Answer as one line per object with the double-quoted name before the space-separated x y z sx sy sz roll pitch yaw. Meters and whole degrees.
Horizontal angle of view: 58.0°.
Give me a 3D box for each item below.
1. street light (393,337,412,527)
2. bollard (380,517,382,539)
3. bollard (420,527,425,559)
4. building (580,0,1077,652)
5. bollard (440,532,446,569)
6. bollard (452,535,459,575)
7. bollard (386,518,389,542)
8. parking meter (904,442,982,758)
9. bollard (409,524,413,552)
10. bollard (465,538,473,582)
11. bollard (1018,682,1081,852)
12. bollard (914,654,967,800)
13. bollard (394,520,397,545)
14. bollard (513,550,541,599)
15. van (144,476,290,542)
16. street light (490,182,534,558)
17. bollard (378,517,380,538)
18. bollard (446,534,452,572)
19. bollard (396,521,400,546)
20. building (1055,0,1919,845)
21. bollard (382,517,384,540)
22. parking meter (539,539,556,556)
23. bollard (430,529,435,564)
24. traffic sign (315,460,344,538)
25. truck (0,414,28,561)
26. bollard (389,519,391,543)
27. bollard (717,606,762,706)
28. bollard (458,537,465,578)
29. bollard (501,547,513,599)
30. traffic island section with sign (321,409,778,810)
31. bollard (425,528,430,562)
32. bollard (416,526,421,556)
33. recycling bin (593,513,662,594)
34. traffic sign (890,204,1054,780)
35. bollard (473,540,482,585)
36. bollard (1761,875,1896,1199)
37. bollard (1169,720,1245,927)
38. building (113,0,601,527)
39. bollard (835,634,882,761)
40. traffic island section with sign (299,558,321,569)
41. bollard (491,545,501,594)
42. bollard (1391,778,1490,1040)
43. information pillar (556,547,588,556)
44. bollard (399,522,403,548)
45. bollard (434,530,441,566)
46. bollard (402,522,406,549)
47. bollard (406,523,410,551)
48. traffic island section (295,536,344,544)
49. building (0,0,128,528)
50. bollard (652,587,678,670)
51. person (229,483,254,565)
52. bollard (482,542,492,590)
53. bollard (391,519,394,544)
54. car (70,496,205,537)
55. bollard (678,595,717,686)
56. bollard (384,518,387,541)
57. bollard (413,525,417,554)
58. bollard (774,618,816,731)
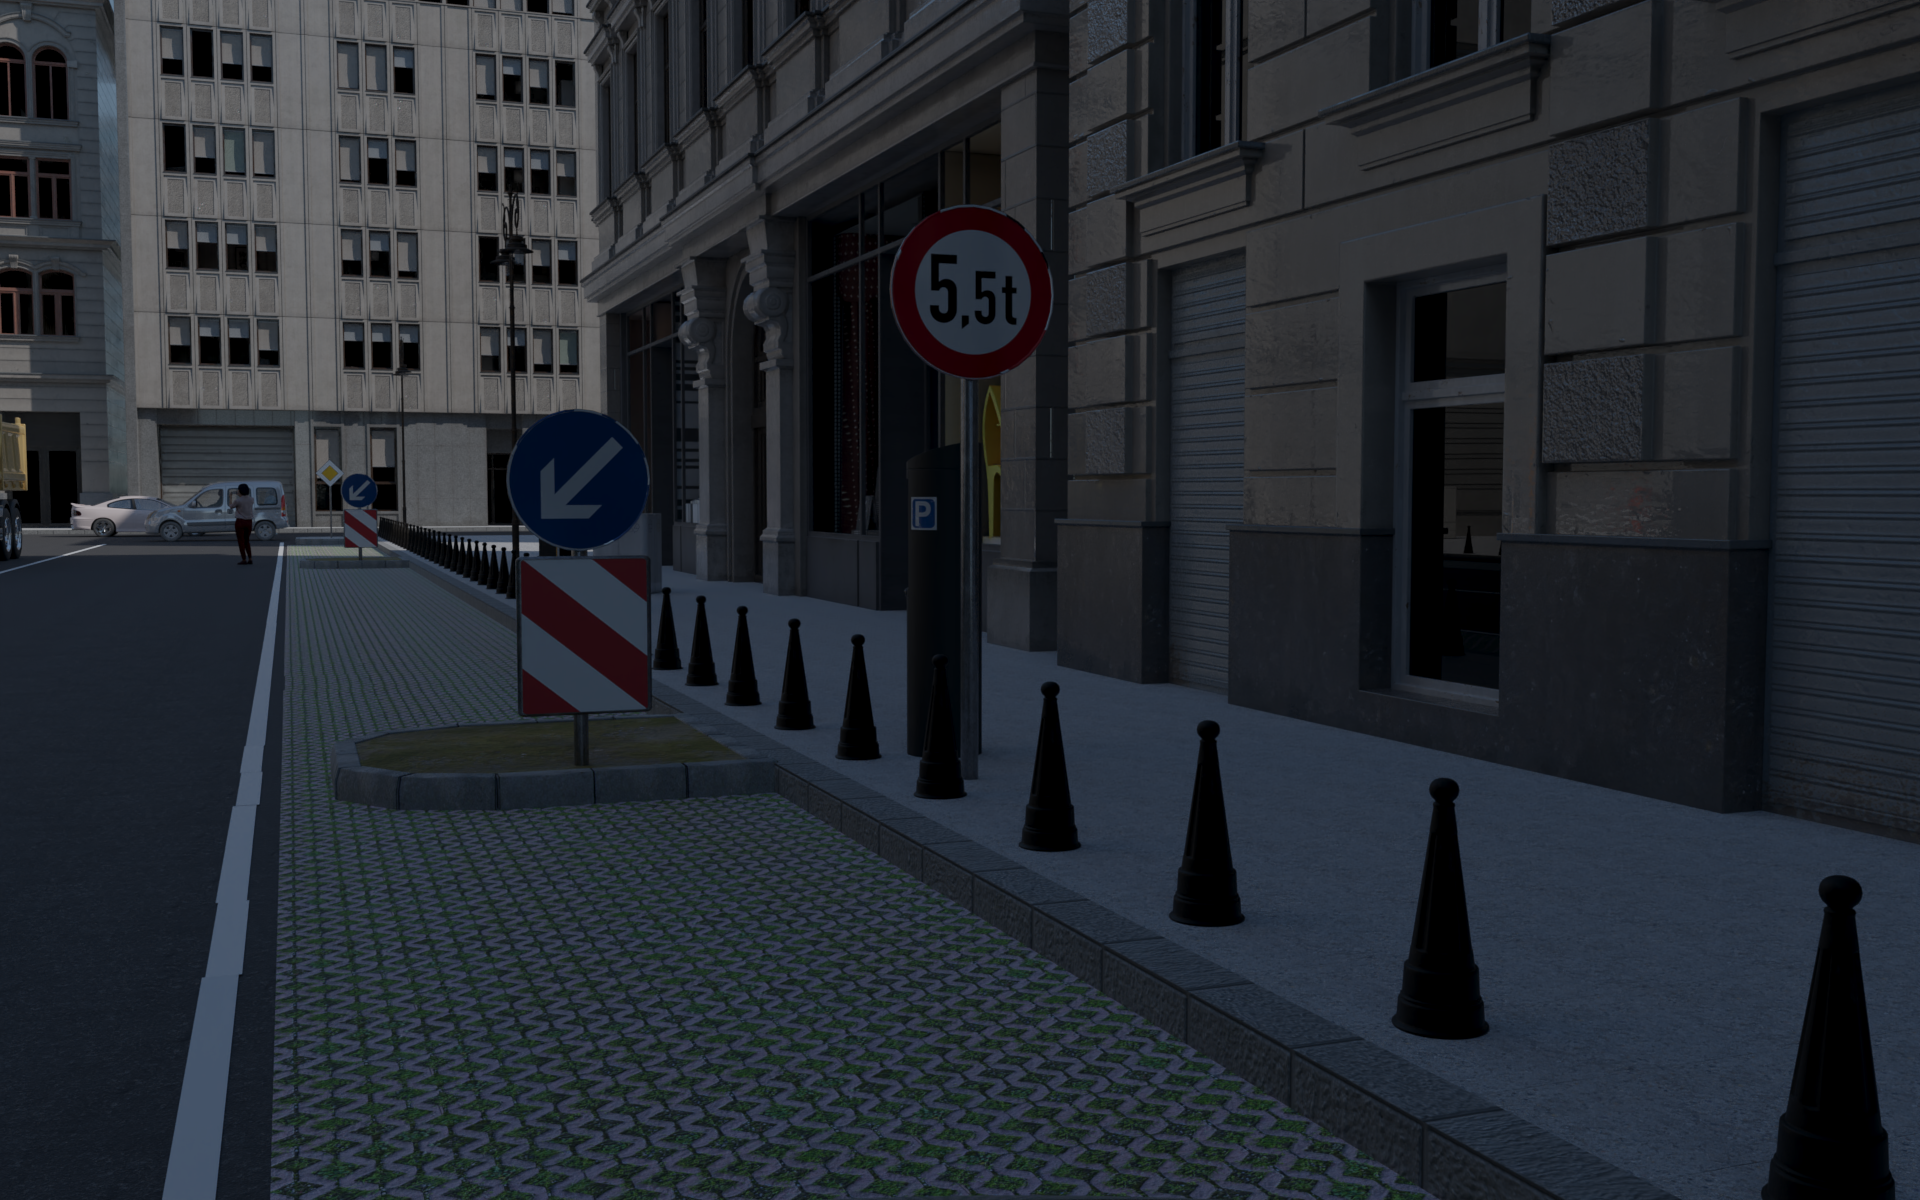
"street light" -16.380 -4.780 50.938 0.468 5.910 1.993 -1 4 -21
"bollard" -16.202 -2.013 48.958 0.229 0.601 0.229 0 3 0
"bollard" -10.419 -1.100 34.027 0.229 0.601 0.229 0 3 0
"building" -2.463 -11.168 33.505 10.553 20.767 40.483 -1 4 -21
"bollard" -8.765 -0.839 29.759 0.229 0.601 0.229 0 3 0
"bollard" -7.930 -0.708 27.610 0.229 0.601 0.229 0 3 0
"bollard" -14.970 -1.819 45.780 0.229 0.601 0.229 0 3 0
"parking meter" -0.078 -0.008 8.534 0.372 1.533 0.369 0 3 0
"bollard" -11.652 -1.296 37.226 0.229 0.601 0.229 0 3 0
"bollard" -7.108 -0.577 25.483 0.229 0.601 0.229 0 3 0
"bollard" 0.328 0.596 6.298 0.229 0.601 0.229 0 3 0
"bollard" -0.084 0.531 7.363 0.229 0.601 0.229 0 3 0
"bollard" -13.726 -1.622 42.567 0.229 0.601 0.229 0 3 0
"bollard" -5.048 -0.253 20.182 0.229 0.601 0.229 0 3 0
"van" -22.843 -2.830 53.277 4.112 2.044 2.013 -1 4 -22
"street light" -6.708 -3.255 26.006 0.468 5.910 1.993 -1 4 -21
"bollard" -16.616 -2.078 50.016 0.229 0.601 0.229 0 3 0
"bollard" -8.341 -0.772 28.669 0.229 0.601 0.229 0 3 0
"bollard" -13.316 -1.558 41.507 0.229 0.601 0.229 0 3 0
"building" 10.356 -12.575 2.873 12.463 27.353 25.104 -1 4 -21
"bollard" -15.794 -1.948 47.897 0.229 0.601 0.229 0 3 0
"parking meter" -4.569 -0.846 19.547 0.399 1.863 0.255 0 4 1
"bollard" -9.591 -0.970 31.901 0.229 0.601 0.229 0 3 0
"traffic sign" -18.387 -2.871 50.585 0.795 2.450 0.064 -1 4 -21
"truck" -20.798 -2.356 34.445 3.469 3.379 9.791 -1 4 -19
"bollard" -14.551 -1.753 44.698 0.229 0.601 0.229 0 3 0
"bollard" -1.324 0.336 10.554 0.229 0.601 0.229 0 3 0
"bollard" -7.518 -0.643 26.551 0.229 0.601 0.229 0 3 0
"bollard" -5.466 -0.318 21.245 0.229 0.601 0.229 0 3 0
"traffic island section with sign" -2.145 -0.010 8.787 1.989 1.847 2.006 -1 4 -21
"bollard" -10.006 -1.035 32.963 0.229 0.601 0.229 0 3 0
"bollard" -10.835 -1.166 35.104 0.229 0.601 0.229 0 3 0
"recycling bin" -4.298 -0.602 22.393 0.722 1.027 0.722 0 4 7
"traffic sign" 0.043 -0.466 7.731 0.768 2.556 0.104 -1 4 -20
"bollard" -6.699 -0.513 24.423 0.229 0.601 0.229 0 3 0
"bollard" 1.568 0.791 3.102 0.229 0.601 0.229 0 3 0
"bollard" 0.747 0.662 5.222 0.229 0.601 0.229 0 3 0
"building" -23.650 -15.564 72.496 19.932 24.808 12.078 -1 4 -21
"bollard" -0.495 0.466 8.427 0.229 0.601 0.229 0 3 0
"traffic island section with sign" -11.893 -1.547 33.925 1.989 1.847 2.006 -1 4 -21
"bollard" -5.872 -0.383 22.306 0.229 0.601 0.229 0 3 0
"bollard" 1.160 0.726 4.164 0.229 0.601 0.229 0 3 0
"information pillar" -4.191 -0.868 18.692 0.304 2.012 0.304 0 4 -6
"bollard" -12.900 -1.492 40.435 0.229 0.601 0.229 0 3 0
"bollard" -9.178 -0.905 30.833 0.229 0.601 0.229 0 3 0
"bollard" -12.484 -1.427 39.368 0.229 0.601 0.229 0 3 0
"bollard" -12.070 -1.361 38.296 0.229 0.601 0.229 0 3 0
"traffic island section" -18.367 -1.736 50.670 2.009 0.180 2.903 -1 4 -21
"building" -44.726 -17.078 66.610 23.554 28.519 14.401 -1 4 -21
"bollard" -2.149 0.205 12.696 0.229 0.601 0.229 0 3 0
"person" -14.592 -1.542 35.174 0.517 1.644 0.566 -1 4 -12
"bollard" -6.286 -0.448 23.365 0.229 0.601 0.229 0 3 0
"bollard" -14.138 -1.687 43.625 0.229 0.601 0.229 0 3 0
"car" -27.543 -2.844 58.869 4.827 1.381 2.083 -1 4 -20
"bollard" -1.737 0.269 11.637 0.229 0.601 0.229 0 3 0
"bollard" -15.382 -1.884 46.839 0.229 0.601 0.229 0 3 0
"bollard" -11.246 -1.231 36.165 0.229 0.601 0.229 0 3 0
"bollard" -0.905 0.401 9.486 0.229 0.601 0.229 0 3 0
